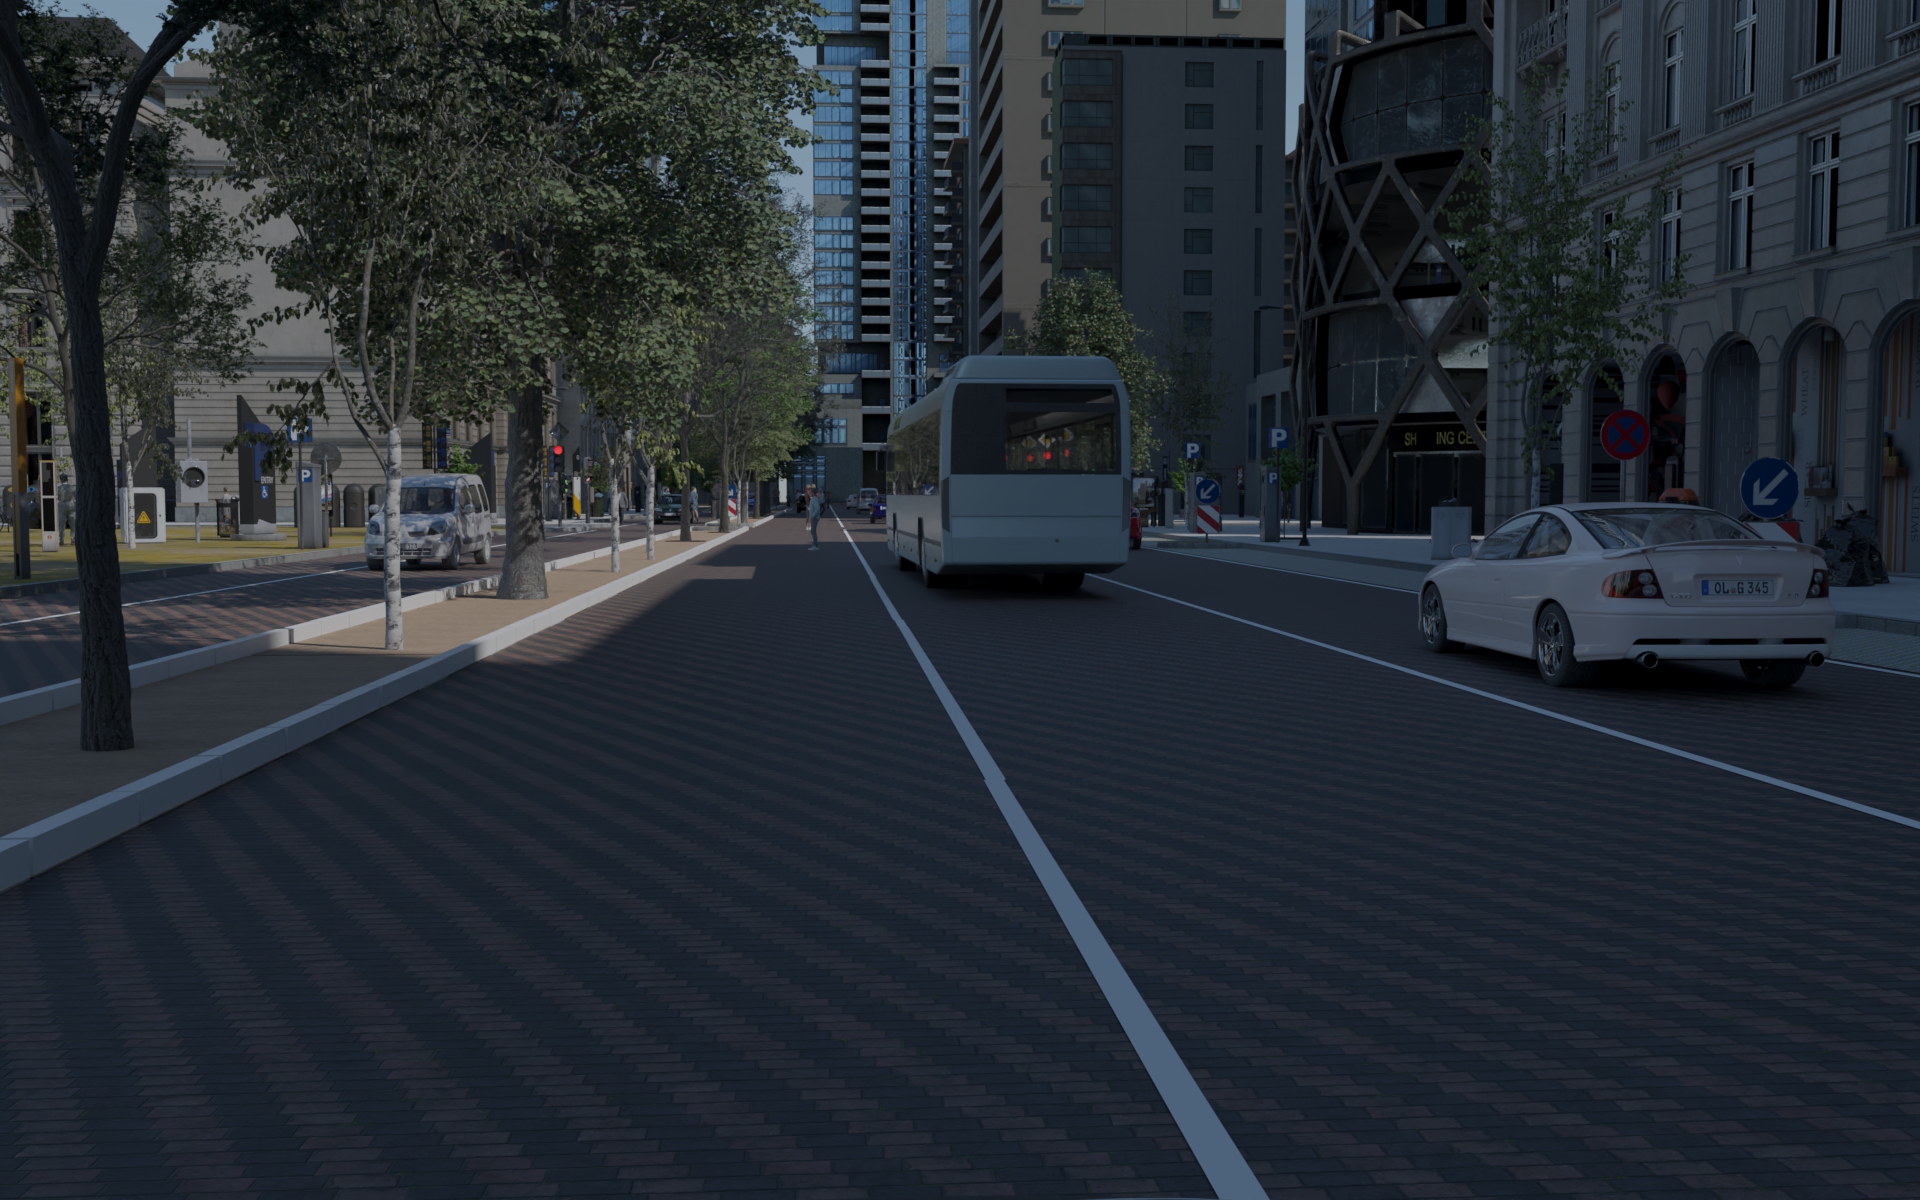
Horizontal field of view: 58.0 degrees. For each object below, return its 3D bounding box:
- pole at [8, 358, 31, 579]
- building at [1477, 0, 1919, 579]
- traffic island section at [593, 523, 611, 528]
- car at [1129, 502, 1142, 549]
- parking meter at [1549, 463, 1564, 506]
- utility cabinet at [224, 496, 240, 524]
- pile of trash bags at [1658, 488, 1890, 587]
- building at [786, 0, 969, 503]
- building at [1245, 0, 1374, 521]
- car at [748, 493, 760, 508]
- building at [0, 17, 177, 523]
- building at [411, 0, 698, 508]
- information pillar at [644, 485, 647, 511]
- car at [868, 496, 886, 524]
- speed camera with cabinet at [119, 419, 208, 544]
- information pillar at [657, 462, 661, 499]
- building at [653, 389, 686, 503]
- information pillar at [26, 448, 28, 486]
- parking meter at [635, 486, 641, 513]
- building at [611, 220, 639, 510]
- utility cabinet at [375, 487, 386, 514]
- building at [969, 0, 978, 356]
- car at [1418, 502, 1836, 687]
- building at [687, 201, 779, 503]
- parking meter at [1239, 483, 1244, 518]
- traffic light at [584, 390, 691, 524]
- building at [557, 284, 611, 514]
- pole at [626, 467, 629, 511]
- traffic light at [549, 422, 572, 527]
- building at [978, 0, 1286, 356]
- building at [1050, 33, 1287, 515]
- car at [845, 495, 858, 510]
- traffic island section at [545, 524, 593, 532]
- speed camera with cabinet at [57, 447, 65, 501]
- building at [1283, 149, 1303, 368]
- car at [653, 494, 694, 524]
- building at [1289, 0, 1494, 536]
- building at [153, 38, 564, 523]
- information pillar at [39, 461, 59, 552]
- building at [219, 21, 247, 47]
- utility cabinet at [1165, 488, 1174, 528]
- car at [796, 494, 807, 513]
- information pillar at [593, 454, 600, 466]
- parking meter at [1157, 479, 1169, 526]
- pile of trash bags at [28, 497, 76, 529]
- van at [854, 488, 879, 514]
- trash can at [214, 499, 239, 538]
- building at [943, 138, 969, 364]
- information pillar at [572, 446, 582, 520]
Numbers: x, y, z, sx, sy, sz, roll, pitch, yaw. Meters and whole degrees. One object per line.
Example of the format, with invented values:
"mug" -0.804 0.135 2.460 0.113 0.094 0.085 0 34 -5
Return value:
"pole" -14.142 -1.969 26.032 0.158 3.312 0.155 0 3 0
"building" 19.789 -11.594 31.364 13.314 21.916 24.055 0 4 -5
"traffic island section" -16.215 -3.248 75.381 2.009 0.180 2.903 0 4 -5
"car" 3.646 -2.278 46.284 2.155 1.783 4.494 0 4 -6
"parking meter" 11.314 -1.662 32.893 0.255 1.863 0.399 1 4 19
"utility cabinet" -31.191 -3.888 74.737 1.020 1.237 0.306 -3 5 -41
"pile of trash bags" 11.890 -0.968 25.581 1.912 1.369 3.447 -3 4 -36
"building" -9.267 -57.183 247.612 31.000 86.520 22.319 0 4 -5
"building" 31.681 -47.606 91.023 31.000 86.520 22.319 0 4 -5
"car" -19.378 -9.182 159.724 1.945 1.707 3.694 0 4 -6
"building" -46.475 -15.421 81.004 19.941 23.489 11.050 0 4 -5
"building" -48.404 -54.804 208.717 31.000 86.520 22.319 0 4 -5
"information pillar" -24.078 -7.846 132.770 0.304 2.012 0.304 0 4 -7
"car" -3.531 -4.398 84.485 1.945 1.354 3.894 0 4 -3
"speed camera with cabinet" -20.801 -3.114 45.245 2.038 3.252 0.660 -3 4 -36
"information pillar" -21.832 -8.219 125.731 0.183 3.616 0.504 -2 4 -30
"building" -37.240 -25.399 186.981 14.160 30.474 14.107 0 4 -5
"information pillar" -39.681 -5.010 73.266 0.183 3.616 0.504 2 4 30
"parking meter" -22.335 -6.994 120.062 0.399 1.863 0.255 0 4 4
"building" -33.159 -21.561 138.432 13.634 28.700 20.117 0 4 -5
"utility cabinet" -17.568 -2.767 53.911 1.173 1.500 0.318 -3 5 -39
"building" 11.424 -39.128 181.733 21.231 58.520 28.212 0 4 -5
"car" 5.251 -0.116 14.264 2.083 1.381 4.827 0 4 -3
"building" -32.472 -34.171 242.297 14.086 41.232 14.154 0 4 -5
"parking meter" 15.408 -5.448 94.789 0.255 1.863 0.399 0 3 0
"traffic light" -14.096 -6.164 75.449 4.771 5.953 1.251 0 4 -5
"building" -30.525 -16.222 119.983 10.420 20.320 16.860 0 4 -5
"pole" -24.993 -8.341 130.216 0.158 3.312 0.155 0 3 0
"traffic light" -15.544 -4.793 67.289 0.839 4.253 0.868 0 4 -5
"building" 12.993 -31.490 138.565 21.300 48.544 21.600 0 4 -5
"building" 12.684 -20.887 113.206 14.160 30.474 14.107 0 4 -5
"car" -9.643 -9.120 161.470 2.083 1.381 4.827 0 4 -4
"traffic island section" -15.585 -2.761 67.420 2.009 0.180 2.903 0 4 -5
"speed camera with cabinet" -38.203 -4.853 73.681 0.660 3.252 2.038 -1 4 -12
"building" 48.280 -34.436 217.654 28.867 44.769 22.147 0 4 -5
"car" -13.801 -4.500 83.368 2.009 1.686 4.222 0 4 -5
"building" 19.788 -11.686 58.513 16.820 18.784 16.811 0 4 -5
"building" -29.647 -16.820 94.096 14.460 24.649 34.723 0 4 -5
"information pillar" -20.057 -2.059 38.149 0.304 2.012 0.304 -1 4 -21
"building" -74.135 -47.032 207.232 20.611 71.187 20.563 0 4 -5
"utility cabinet" 7.910 -3.463 65.293 0.318 1.500 1.173 1 4 8
"car" -11.560 -7.487 132.200 2.009 1.686 4.222 0 4 -3
"information pillar" -21.275 -6.734 101.458 0.183 3.616 0.504 3 4 38
"parking meter" 8.059 -3.857 68.775 0.399 1.863 0.255 -2 4 -34
"pile of trash bags" -32.794 -3.281 63.405 3.447 1.369 1.912 3 4 36
"van" -6.596 -7.184 124.466 2.013 2.044 4.112 0 4 -5
"trash can" -21.515 -2.400 50.892 0.748 1.137 0.748 0 3 0
"building" 9.401 -34.033 211.064 22.147 44.769 28.867 0 4 -5
"information pillar" -18.668 -5.687 84.340 0.183 3.616 0.504 2 4 26
